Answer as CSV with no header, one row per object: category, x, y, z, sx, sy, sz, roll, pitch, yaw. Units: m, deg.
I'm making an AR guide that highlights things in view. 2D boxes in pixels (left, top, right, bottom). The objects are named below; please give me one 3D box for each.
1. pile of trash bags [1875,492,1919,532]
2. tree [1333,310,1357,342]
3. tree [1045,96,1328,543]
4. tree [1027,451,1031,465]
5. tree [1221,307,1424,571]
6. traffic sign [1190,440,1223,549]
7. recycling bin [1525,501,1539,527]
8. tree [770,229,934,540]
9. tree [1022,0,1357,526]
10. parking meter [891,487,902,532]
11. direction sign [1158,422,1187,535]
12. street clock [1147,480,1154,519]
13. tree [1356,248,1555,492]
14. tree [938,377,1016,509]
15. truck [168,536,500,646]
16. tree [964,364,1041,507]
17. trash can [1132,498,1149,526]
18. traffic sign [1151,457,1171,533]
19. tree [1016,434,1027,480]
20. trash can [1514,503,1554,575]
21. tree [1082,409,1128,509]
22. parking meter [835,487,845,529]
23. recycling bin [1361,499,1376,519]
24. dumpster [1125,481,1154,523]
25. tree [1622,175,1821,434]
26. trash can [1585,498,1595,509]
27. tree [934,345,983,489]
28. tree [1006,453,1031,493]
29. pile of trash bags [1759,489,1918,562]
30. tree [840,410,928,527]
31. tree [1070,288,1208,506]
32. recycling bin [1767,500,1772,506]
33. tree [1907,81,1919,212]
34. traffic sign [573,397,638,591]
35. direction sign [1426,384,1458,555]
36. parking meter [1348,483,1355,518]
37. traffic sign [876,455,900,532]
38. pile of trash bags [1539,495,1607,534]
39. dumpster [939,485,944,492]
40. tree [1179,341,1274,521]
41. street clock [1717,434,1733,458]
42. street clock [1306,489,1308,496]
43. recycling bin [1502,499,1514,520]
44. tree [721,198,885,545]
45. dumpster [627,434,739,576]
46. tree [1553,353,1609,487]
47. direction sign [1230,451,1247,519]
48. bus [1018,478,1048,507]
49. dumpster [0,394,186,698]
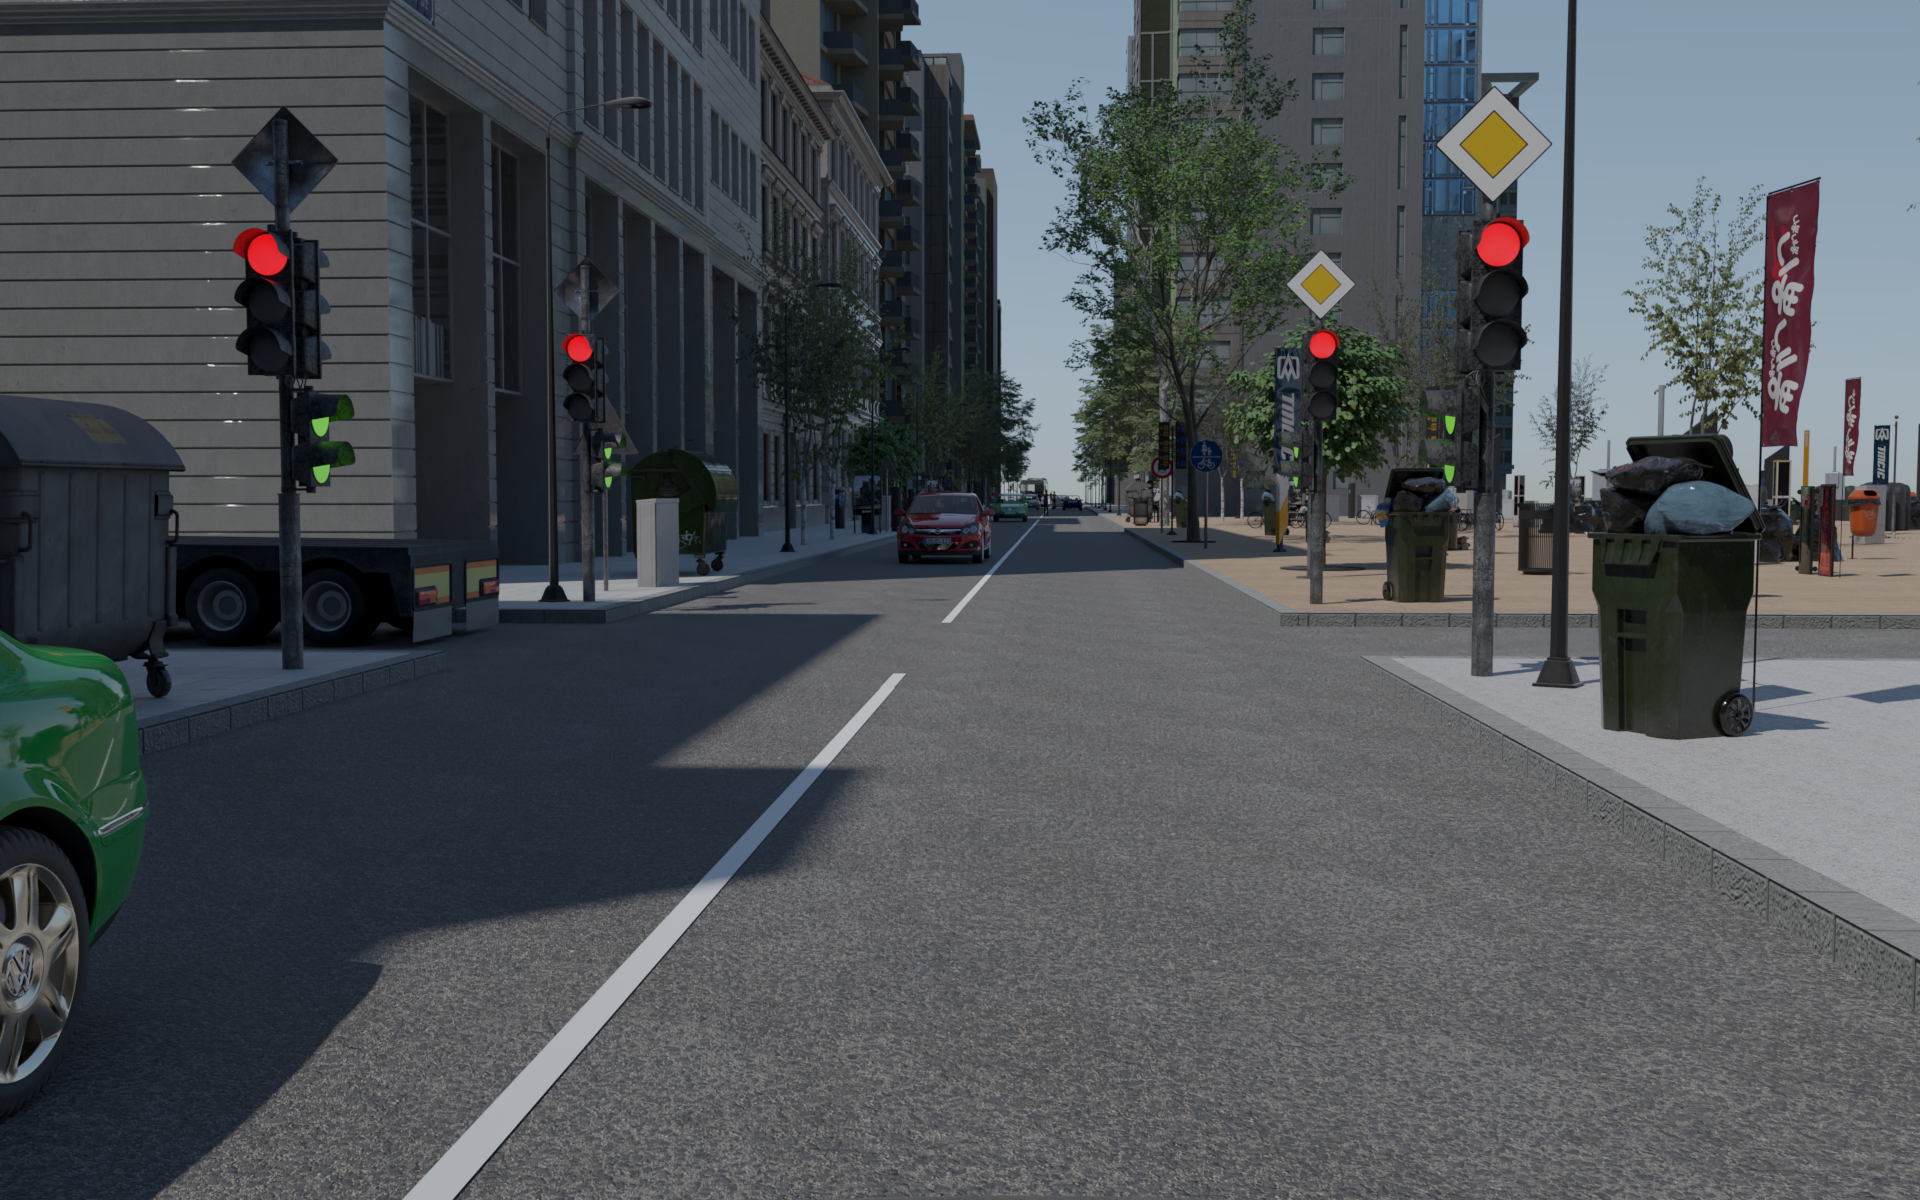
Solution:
pile of trash bags,35.172,-3.241,62.745,1.912,1.369,3.447,0,4,-3
tree,14.003,-6.433,55.534,4.360,8.622,3.978,0,3,0
tree,6.079,-7.326,45.534,9.928,11.665,9.643,0,3,0
tree,6.294,-15.735,207.633,4.360,8.622,3.978,0,3,0
tree,6.249,-2.789,29.320,4.285,4.588,4.351,0,3,0
traffic sign,5.771,-2.477,40.601,0.768,2.556,0.104,1,4,12
recycling bin,22.138,-3.356,67.423,0.722,1.027,0.722,1,4,19
tree,-3.577,-6.027,48.903,4.737,8.622,4.395,0,3,0
tree,8.609,-12.948,67.581,12.611,20.169,13.585,0,3,0
parking meter,-2.167,-3.109,59.236,0.372,1.533,0.369,0,3,0
direction sign,6.656,-3.809,54.281,0.876,3.537,0.379,1,4,11
street clock,9.734,-5.127,88.394,0.471,2.002,0.358,2,4,25
tree,14.224,-6.076,49.707,4.360,8.622,3.978,0,3,0
tree,0.462,-9.746,109.708,4.360,8.622,3.978,0,3,0
truck,-14.320,-1.713,17.775,18.799,4.110,2.967,0,4,4
tree,2.879,-16.159,170.857,9.857,13.997,8.962,0,3,0
trash can,7.270,-3.546,69.635,0.748,1.137,0.748,0,3,0
traffic sign,6.726,-3.520,57.651,0.768,2.556,0.104,1,4,13
tree,2.246,-11.493,138.265,4.360,8.622,3.978,0,3,0
trash can,9.197,-0.972,27.541,0.748,1.137,0.748,0,3,0
tree,12.051,-11.921,145.278,4.360,8.622,3.978,0,3,0
parking meter,-4.448,-3.405,64.088,0.372,1.533,0.369,0,3,0
recycling bin,21.422,-4.787,90.820,0.722,1.027,0.722,1,4,13
dumpster,8.121,-4.444,78.411,1.264,1.857,1.865,0,4,3
tree,17.819,-5.542,40.966,4.737,8.622,4.395,0,3,0
trash can,25.538,-3.603,70.558,0.748,1.137,0.748,0,3,0
tree,-1.208,-8.222,84.789,4.737,8.622,4.395,0,3,0
tree,7.986,-17.958,243.971,4.737,8.622,4.395,0,3,0
pile of trash bags,16.304,-1.456,33.555,3.447,1.369,1.912,-1,4,-15
tree,-2.969,-5.115,67.340,4.285,4.588,4.351,0,3,0
tree,9.995,-10.869,95.834,7.486,12.596,7.792,0,3,0
recycling bin,36.197,-4.009,78.106,0.722,1.027,0.722,-2,4,-33
tree,17.501,-4.763,28.245,4.737,8.622,4.395,0,3,0
traffic sign,-4.681,-1.397,22.841,0.884,2.594,0.081,0,4,6
direction sign,10.053,-2.705,36.227,0.379,3.537,0.876,-2,4,-28
parking meter,20.703,-5.250,91.549,0.255,1.863,0.399,-1,4,-9
traffic sign,-2.450,-3.539,57.861,0.884,2.594,0.081,1,4,10
pile of trash bags,20.663,-2.893,57.060,3.447,1.369,1.912,-3,5,-41
dumpster,-1.421,-4.595,80.893,1.264,1.857,1.865,0,4,3
tree,12.287,-7.981,80.855,4.360,8.622,3.978,0,3,0
street clock,9.084,-1.002,20.947,0.358,2.002,0.471,-1,4,-13
street clock,16.646,-4.770,82.567,0.358,2.002,0.471,1,4,20
recycling bin,27.564,-4.521,86.473,0.722,1.027,0.722,3,5,39
tree,-3.905,-5.679,43.210,4.360,8.622,3.978,0,3,0
dumpster,-4.480,-1.553,27.884,1.502,2.255,1.985,0,4,3
tree,32.215,-8.614,91.208,4.360,8.622,3.978,0,3,0
direction sign,14.565,-6.033,90.642,0.876,3.537,0.379,1,4,11
bus,8.259,-12.045,191.800,2.948,3.499,13.247,0,4,5
dumpster,-5.595,-0.271,10.194,1.264,1.857,1.865,0,4,3
